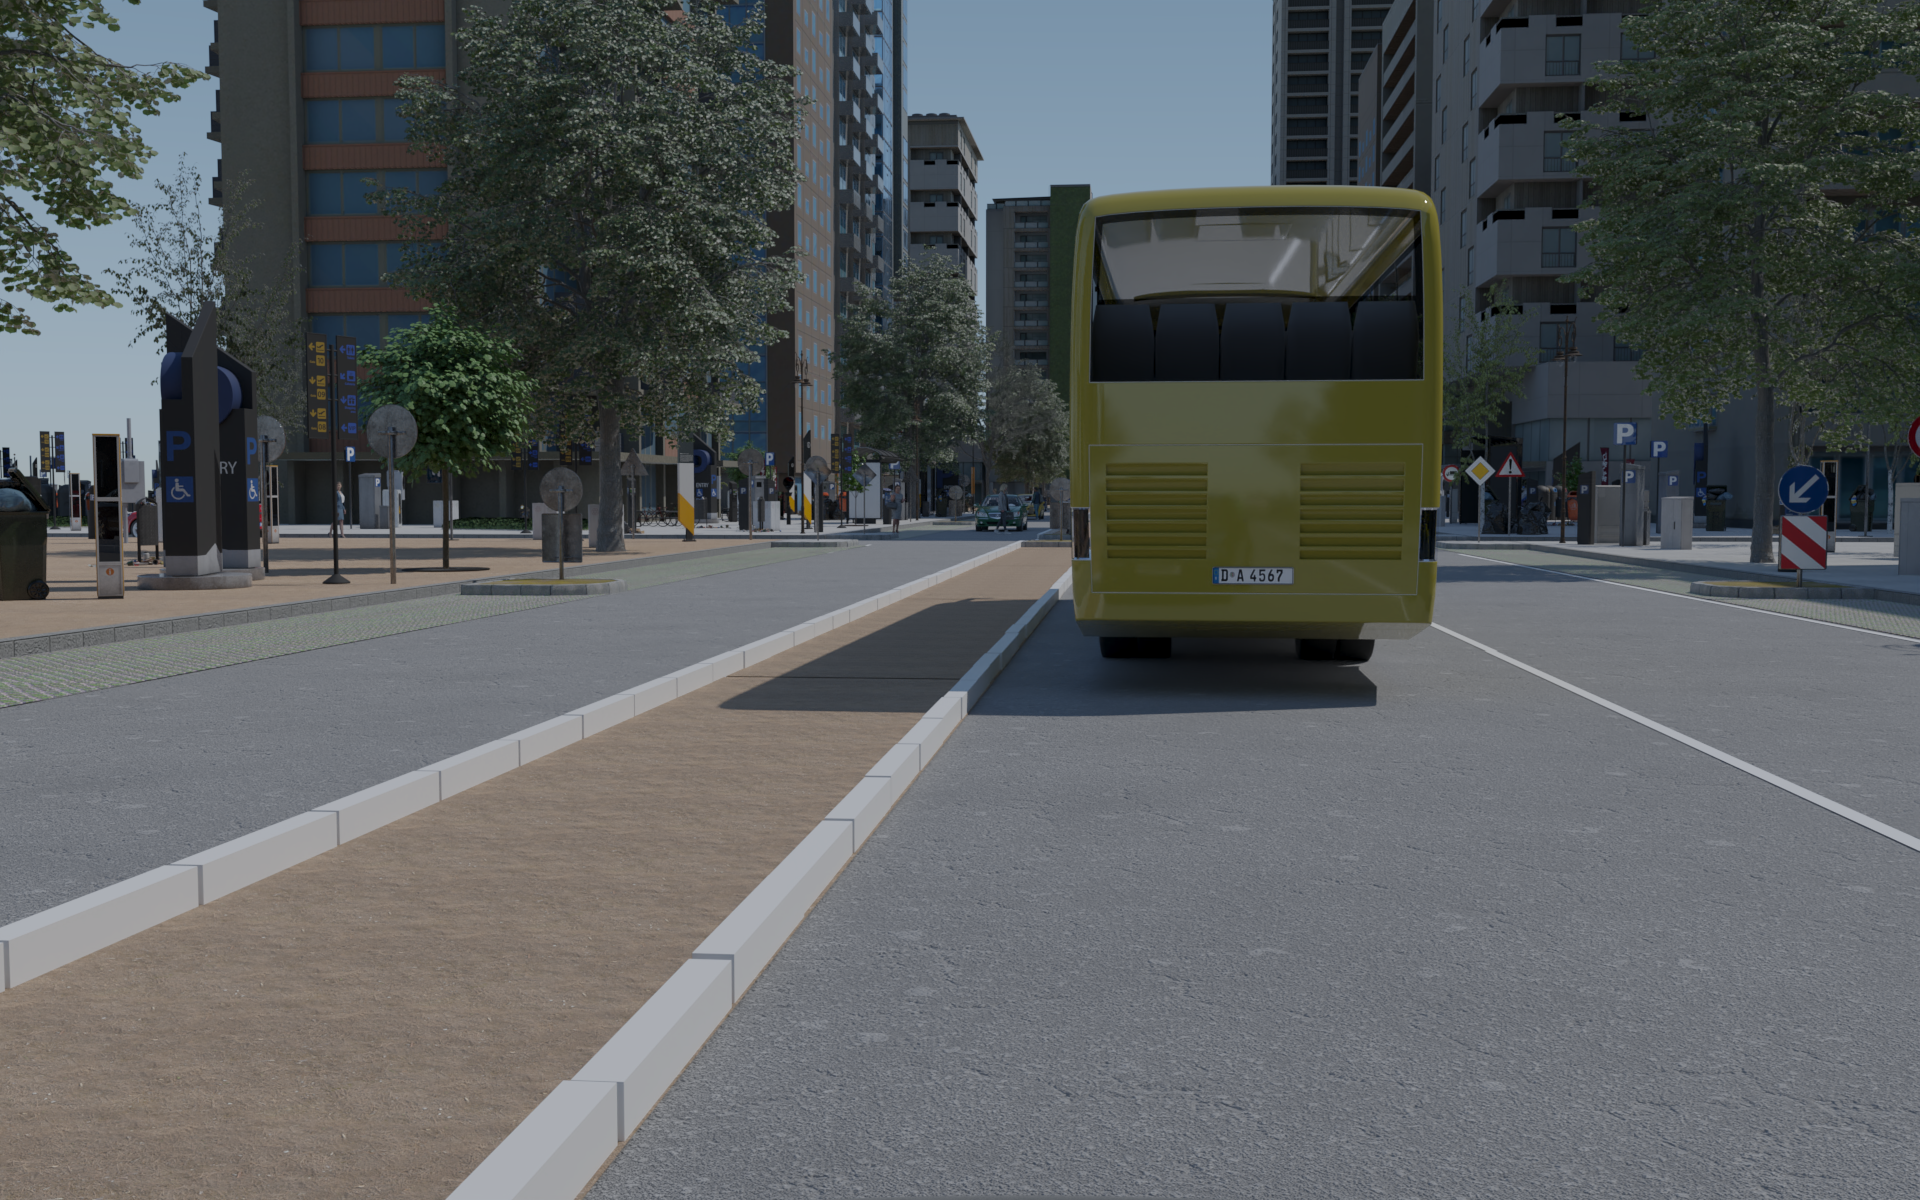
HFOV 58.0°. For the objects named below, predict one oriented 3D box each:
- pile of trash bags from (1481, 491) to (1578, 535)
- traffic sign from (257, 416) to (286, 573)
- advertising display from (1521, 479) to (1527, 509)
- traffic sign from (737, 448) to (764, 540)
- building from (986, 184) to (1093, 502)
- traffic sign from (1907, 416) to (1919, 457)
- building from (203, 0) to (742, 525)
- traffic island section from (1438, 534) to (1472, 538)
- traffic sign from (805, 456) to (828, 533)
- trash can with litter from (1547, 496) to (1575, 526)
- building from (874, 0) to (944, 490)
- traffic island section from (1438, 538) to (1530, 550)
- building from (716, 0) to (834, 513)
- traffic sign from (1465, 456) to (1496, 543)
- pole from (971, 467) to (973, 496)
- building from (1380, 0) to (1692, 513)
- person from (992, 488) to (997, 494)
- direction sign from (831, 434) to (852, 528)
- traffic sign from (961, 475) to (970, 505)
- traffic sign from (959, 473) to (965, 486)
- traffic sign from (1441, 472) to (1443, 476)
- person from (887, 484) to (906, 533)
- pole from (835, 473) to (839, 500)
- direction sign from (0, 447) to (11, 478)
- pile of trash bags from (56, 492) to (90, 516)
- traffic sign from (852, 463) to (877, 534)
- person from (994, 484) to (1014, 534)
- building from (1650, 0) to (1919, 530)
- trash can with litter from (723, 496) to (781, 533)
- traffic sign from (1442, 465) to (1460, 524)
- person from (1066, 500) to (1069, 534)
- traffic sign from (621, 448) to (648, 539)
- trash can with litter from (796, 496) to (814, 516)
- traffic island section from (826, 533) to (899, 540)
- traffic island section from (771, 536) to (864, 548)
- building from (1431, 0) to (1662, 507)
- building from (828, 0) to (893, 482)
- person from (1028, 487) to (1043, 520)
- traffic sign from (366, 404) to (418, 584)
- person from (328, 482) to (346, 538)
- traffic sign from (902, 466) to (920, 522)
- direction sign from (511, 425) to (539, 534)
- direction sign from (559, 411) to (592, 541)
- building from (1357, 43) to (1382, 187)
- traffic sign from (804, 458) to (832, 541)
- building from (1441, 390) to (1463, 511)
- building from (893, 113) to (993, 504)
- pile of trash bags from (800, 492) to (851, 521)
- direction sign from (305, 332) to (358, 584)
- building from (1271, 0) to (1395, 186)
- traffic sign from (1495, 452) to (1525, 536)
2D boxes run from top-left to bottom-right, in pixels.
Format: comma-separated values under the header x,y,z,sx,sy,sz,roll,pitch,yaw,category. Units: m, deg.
x,y,z,sx,sy,sz,roll,pitch,yaw,category
18.225,-2.760,54.874,1.912,1.369,3.447,-3,5,-42,pile of trash bags
-11.296,-1.713,28.117,0.768,2.556,0.104,1,4,12,traffic sign
24.120,-4.222,74.241,0.123,1.923,0.974,-1,4,-22,advertising display
-5.854,-2.953,48.393,0.768,2.556,0.104,1,4,10,traffic sign
10.662,-33.502,231.344,14.086,41.232,14.154,0,4,6,building
14.979,-1.627,26.704,0.768,2.556,0.104,1,4,10,traffic sign
-23.278,-26.281,84.316,22.147,44.769,28.867,0,4,6,building
14.558,-1.921,53.684,2.009,0.180,2.903,0,4,6,traffic island section
-4.764,-3.502,57.364,0.768,2.556,0.104,1,4,9,traffic sign
24.055,-3.630,70.406,2.233,1.210,1.678,1,4,15,trash can with litter
-17.960,-53.374,185.338,31.000,86.520,22.319,0,4,6,building
13.721,-1.435,45.742,2.009,0.180,2.903,0,4,6,traffic island section
-16.906,-28.761,120.359,14.600,45.320,14.200,0,4,6,building
13.697,-2.570,45.668,0.795,2.450,0.064,0,4,6,traffic sign
0.971,-8.376,130.795,0.158,3.312,0.155,0,3,0,pole
48.860,-32.255,151.067,21.300,48.544,21.600,0,4,6,building
1.904,-5.246,94.945,0.731,1.740,0.598,3,4,37,person
-4.455,-4.470,65.088,0.876,3.537,0.379,-2,4,-32,direction sign
0.278,-7.094,116.092,0.768,2.556,0.104,1,4,11,traffic sign
-0.091,-6.328,103.563,0.768,2.556,0.104,0,4,8,traffic sign
14.534,-3.056,53.609,0.795,2.450,0.064,0,4,6,traffic sign
-2.329,-3.314,63.045,0.716,1.782,0.532,-2,4,-30,person
-8.344,-7.555,117.374,0.158,3.312,0.155,0,3,0,pole
-46.132,-5.588,83.356,0.379,3.537,0.876,2,4,34,direction sign
-49.850,-5.406,98.137,1.912,1.369,3.447,3,5,44,pile of trash bags
-3.061,-3.170,55.477,0.795,2.450,0.064,0,4,6,traffic sign
1.565,-3.249,61.804,0.728,1.800,0.709,2,4,28,person
40.533,-27.289,69.871,21.600,48.544,21.300,0,4,6,building
-6.893,-2.910,58.643,1.678,1.210,2.233,0,4,2,trash can with litter
21.181,-4.561,74.680,0.768,2.556,0.104,1,4,13,traffic sign
3.942,-3.182,60.436,0.656,1.842,0.836,-2,4,-27,person
-9.281,-3.007,49.165,0.884,2.594,0.081,0,4,7,traffic sign
-9.216,-5.621,103.291,1.055,1.170,0.624,-2,4,-24,trash can with litter
-3.085,-2.034,55.542,2.009,0.180,2.903,0,4,6,traffic island section
-3.922,-1.549,47.600,2.009,0.180,2.903,0,4,6,traffic island section
45.264,-31.727,107.974,28.713,52.752,27.495,0,4,6,building
-18.677,-32.271,147.237,23.786,49.044,30.456,0,4,6,building
4.115,-5.250,94.324,0.794,1.824,0.713,-2,4,-24,person
-8.090,-1.501,24.651,0.768,2.556,0.104,0,4,7,traffic sign
-19.893,-2.864,55.351,0.654,1.822,0.581,2,4,25,person
-2.271,-4.871,79.644,0.884,2.594,0.081,1,4,14,traffic sign
-14.146,-3.935,56.338,0.876,3.537,0.379,0,4,-2,direction sign
-10.470,-3.378,47.235,0.876,3.537,0.379,0,4,-1,direction sign
46.612,-31.759,169.366,14.600,45.320,14.200,0,4,6,building
-3.898,-2.685,47.536,0.795,2.450,0.064,0,4,6,traffic sign
43.517,-22.143,133.743,14.160,30.474,14.107,0,4,6,building
-9.503,-39.814,240.202,27.495,52.752,28.713,0,4,6,building
-6.362,-4.595,84.875,1.912,1.369,3.447,-2,4,-34,pile of trash bags
-8.933,-2.001,24.708,0.379,3.537,0.876,2,4,29,direction sign
52.209,-48.425,230.001,20.611,71.187,20.563,0,4,6,building
16.945,-3.264,53.378,0.884,2.594,0.081,1,4,12,traffic sign
